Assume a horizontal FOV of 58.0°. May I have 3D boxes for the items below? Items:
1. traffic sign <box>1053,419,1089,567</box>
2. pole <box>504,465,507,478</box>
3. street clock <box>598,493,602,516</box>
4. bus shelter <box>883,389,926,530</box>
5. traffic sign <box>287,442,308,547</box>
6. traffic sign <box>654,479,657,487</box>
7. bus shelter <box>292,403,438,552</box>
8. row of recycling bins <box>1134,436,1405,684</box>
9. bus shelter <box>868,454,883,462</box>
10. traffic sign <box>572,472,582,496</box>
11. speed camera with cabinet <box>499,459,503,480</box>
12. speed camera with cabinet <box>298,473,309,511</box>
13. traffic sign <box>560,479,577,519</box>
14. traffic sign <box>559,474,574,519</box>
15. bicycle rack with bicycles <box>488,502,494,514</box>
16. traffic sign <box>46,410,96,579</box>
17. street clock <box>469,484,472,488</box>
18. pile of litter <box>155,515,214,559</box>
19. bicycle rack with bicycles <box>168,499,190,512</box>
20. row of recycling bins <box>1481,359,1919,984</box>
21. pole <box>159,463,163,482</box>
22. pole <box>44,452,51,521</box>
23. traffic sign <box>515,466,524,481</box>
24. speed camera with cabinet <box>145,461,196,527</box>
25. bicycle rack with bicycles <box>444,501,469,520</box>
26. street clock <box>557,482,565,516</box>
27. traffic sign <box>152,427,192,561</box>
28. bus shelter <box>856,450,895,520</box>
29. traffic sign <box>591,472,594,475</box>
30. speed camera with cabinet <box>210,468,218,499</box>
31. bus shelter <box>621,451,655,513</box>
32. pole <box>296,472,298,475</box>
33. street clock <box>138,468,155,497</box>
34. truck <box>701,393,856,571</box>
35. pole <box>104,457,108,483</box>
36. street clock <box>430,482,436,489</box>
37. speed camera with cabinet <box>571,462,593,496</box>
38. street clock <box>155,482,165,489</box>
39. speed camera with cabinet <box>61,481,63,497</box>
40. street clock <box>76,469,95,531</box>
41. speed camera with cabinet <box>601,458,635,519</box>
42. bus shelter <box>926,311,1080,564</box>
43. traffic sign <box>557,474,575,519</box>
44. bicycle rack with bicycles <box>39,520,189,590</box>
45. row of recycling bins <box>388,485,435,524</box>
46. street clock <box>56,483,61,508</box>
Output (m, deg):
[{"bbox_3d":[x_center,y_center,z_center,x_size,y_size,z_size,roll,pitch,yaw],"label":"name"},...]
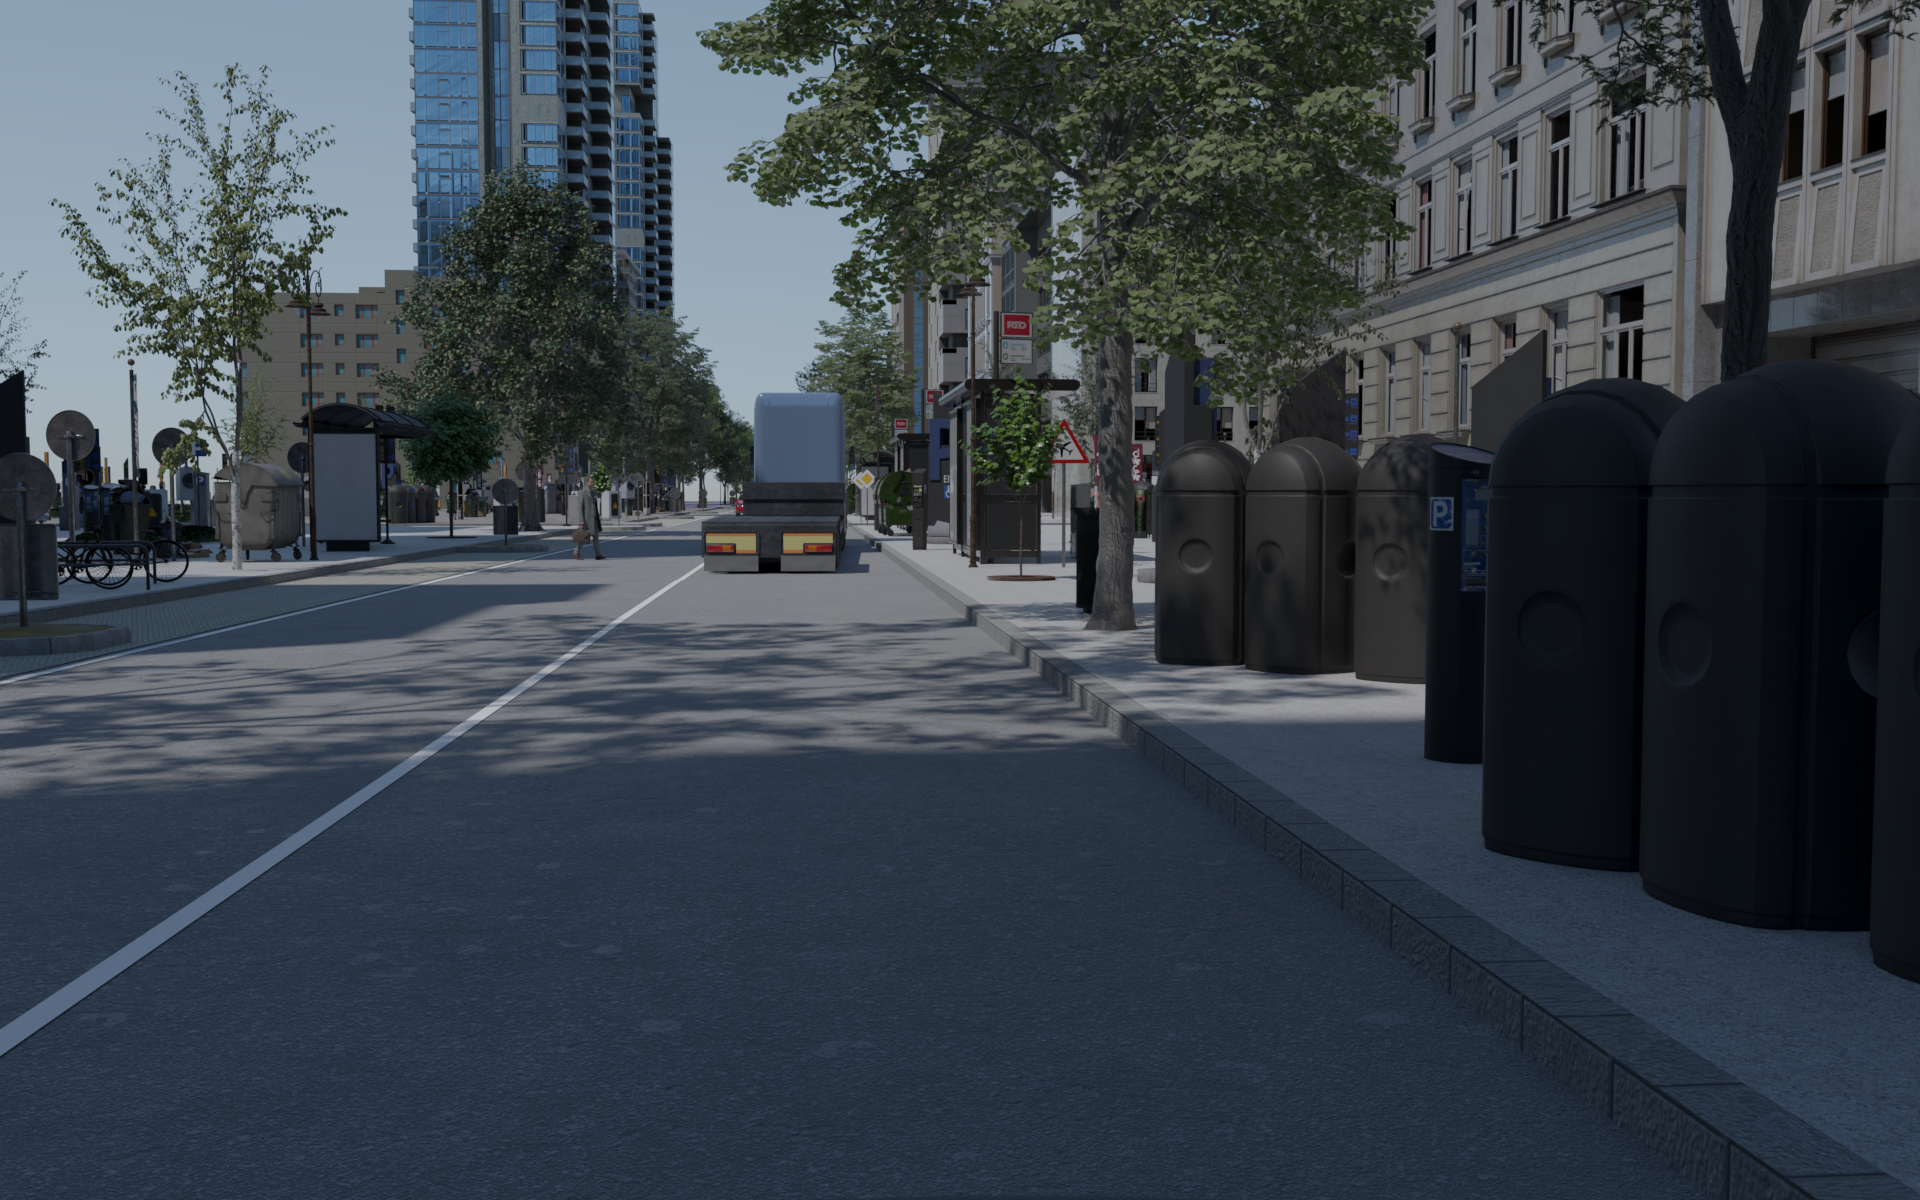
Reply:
[{"bbox_3d":[1.811,-1.847,30.205,0.884,2.594,0.081,0,4,2],"label":"traffic sign"},{"bbox_3d":[-31.361,-7.689,119.552,0.158,3.312,0.155,0,3,0],"label":"pole"},{"bbox_3d":[-21.100,-5.948,101.824,0.471,2.002,0.358,0,4,-1],"label":"street clock"},{"bbox_3d":[-1.462,-5.273,63.849,2.179,5.291,8.768,0,4,-5],"label":"bus shelter"},{"bbox_3d":[-16.036,-2.578,42.253,0.768,2.556,0.104,0,4,3],"label":"traffic sign"},{"bbox_3d":[-24.829,-8.527,139.522,0.768,2.556,0.104,0,4,-1],"label":"traffic sign"},{"bbox_3d":[-13.989,-2.888,41.138,2.014,3.302,5.546,0,4,-5],"label":"bus shelter"},{"bbox_3d":[2.902,-0.321,12.355,3.534,1.692,1.069,3,5,40],"label":"row of recycling bins"},{"bbox_3d":[-3.611,-6.834,89.360,2.179,5.291,8.768,0,4,-5],"label":"bus shelter"},{"bbox_3d":[-20.420,-5.541,91.787,0.795,2.450,0.064,0,4,-3],"label":"traffic sign"},{"bbox_3d":[-25.690,-6.329,97.808,0.660,3.252,2.038,-1,4,-13],"label":"speed camera with cabinet"},{"bbox_3d":[-34.356,-5.833,89.699,2.038,3.252,0.660,0,4,1],"label":"speed camera with cabinet"},{"bbox_3d":[-20.464,-5.536,90.525,0.884,2.594,0.081,0,4,3],"label":"traffic sign"},{"bbox_3d":[-19.851,-5.340,87.407,0.768,2.556,0.104,0,4,1],"label":"traffic sign"},{"bbox_3d":[-30.943,-6.086,112.889,2.852,0.926,2.925,2,4,33],"label":"bicycle rack with bicycles"},{"bbox_3d":[-13.460,-1.597,26.222,0.768,2.556,0.104,0,4,3],"label":"traffic sign"},{"bbox_3d":[-35.173,-7.305,124.010,0.358,2.002,0.471,1,4,22],"label":"street clock"},{"bbox_3d":[-15.751,-1.296,35.161,1.176,0.858,1.719,0,3,0],"label":"pile of litter"},{"bbox_3d":[-38.739,-4.217,82.336,2.852,0.926,2.925,1,4,19],"label":"bicycle rack with bicycles"},{"bbox_3d":[2.818,0.131,4.970,1.069,1.692,3.534,-1,4,-23],"label":"row of recycling bins"},{"bbox_3d":[-47.250,-6.647,102.519,0.158,3.312,0.155,0,3,0],"label":"pole"},{"bbox_3d":[-44.084,-5.494,83.663,0.158,3.312,0.155,0,3,0],"label":"pole"},{"bbox_3d":[-17.017,-4.136,67.728,0.768,2.556,0.104,0,4,2],"label":"traffic sign"},{"bbox_3d":[-26.673,-3.908,58.234,2.038,3.252,0.660,-3,5,-39],"label":"speed camera with cabinet"},{"bbox_3d":[-25.665,-4.444,86.046,2.852,0.926,2.925,0,4,-6],"label":"bicycle rack with bicycles"},{"bbox_3d":[-23.672,-6.041,103.341,0.358,2.002,0.471,2,4,34],"label":"street clock"},{"bbox_3d":[-15.036,-2.015,33.055,0.768,2.556,0.104,0,4,0],"label":"traffic sign"},{"bbox_3d":[-3.891,-5.389,82.027,2.014,3.302,5.546,0,4,-5],"label":"bus shelter"},{"bbox_3d":[-21.007,-6.052,98.950,0.884,2.594,0.081,0,4,4],"label":"traffic sign"},{"bbox_3d":[-55.596,-8.197,128.353,0.660,3.252,2.038,3,5,41],"label":"speed camera with cabinet"},{"bbox_3d":[-23.014,-8.873,122.699,2.179,5.291,8.768,0,4,-5],"label":"bus shelter"},{"bbox_3d":[-50.341,-8.427,131.630,0.158,3.312,0.155,0,3,0],"label":"pole"},{"bbox_3d":[-22.667,-2.661,48.085,0.358,2.002,0.471,-1,4,-22],"label":"street clock"},{"bbox_3d":[-3.932,-3.083,40.173,2.967,4.110,18.799,0,4,-3],"label":"truck"},{"bbox_3d":[-47.552,-6.280,96.522,0.158,3.312,0.155,0,3,0],"label":"pole"},{"bbox_3d":[-32.633,-6.270,107.084,0.471,2.002,0.358,0,4,-2],"label":"street clock"},{"bbox_3d":[-20.473,-6.087,93.852,0.660,3.252,2.038,-2,4,-31],"label":"speed camera with cabinet"},{"bbox_3d":[-46.335,-5.875,100.623,0.358,2.002,0.471,-1,4,-10],"label":"street clock"},{"bbox_3d":[-60.054,-7.534,117.523,0.660,3.252,2.038,1,4,12],"label":"speed camera with cabinet"},{"bbox_3d":[-25.153,-2.770,49.856,0.471,2.002,0.358,-1,4,-21],"label":"street clock"},{"bbox_3d":[-18.081,-5.951,91.634,0.660,3.252,2.038,2,4,30],"label":"speed camera with cabinet"},{"bbox_3d":[0.767,-3.554,35.737,2.179,5.291,8.768,0,4,-5],"label":"bus shelter"},{"bbox_3d":[-18.133,-4.873,79.684,0.884,2.594,0.081,0,4,3],"label":"traffic sign"},{"bbox_3d":[-12.215,-0.632,23.714,2.925,0.926,2.852,-1,4,-21],"label":"bicycle rack with bicycles"},{"bbox_3d":[-24.254,-4.243,76.483,1.069,1.692,3.534,1,4,8],"label":"row of recycling bins"},{"bbox_3d":[-58.262,-6.566,111.921,0.358,2.002,0.471,-1,4,-16],"label":"street clock"}]
